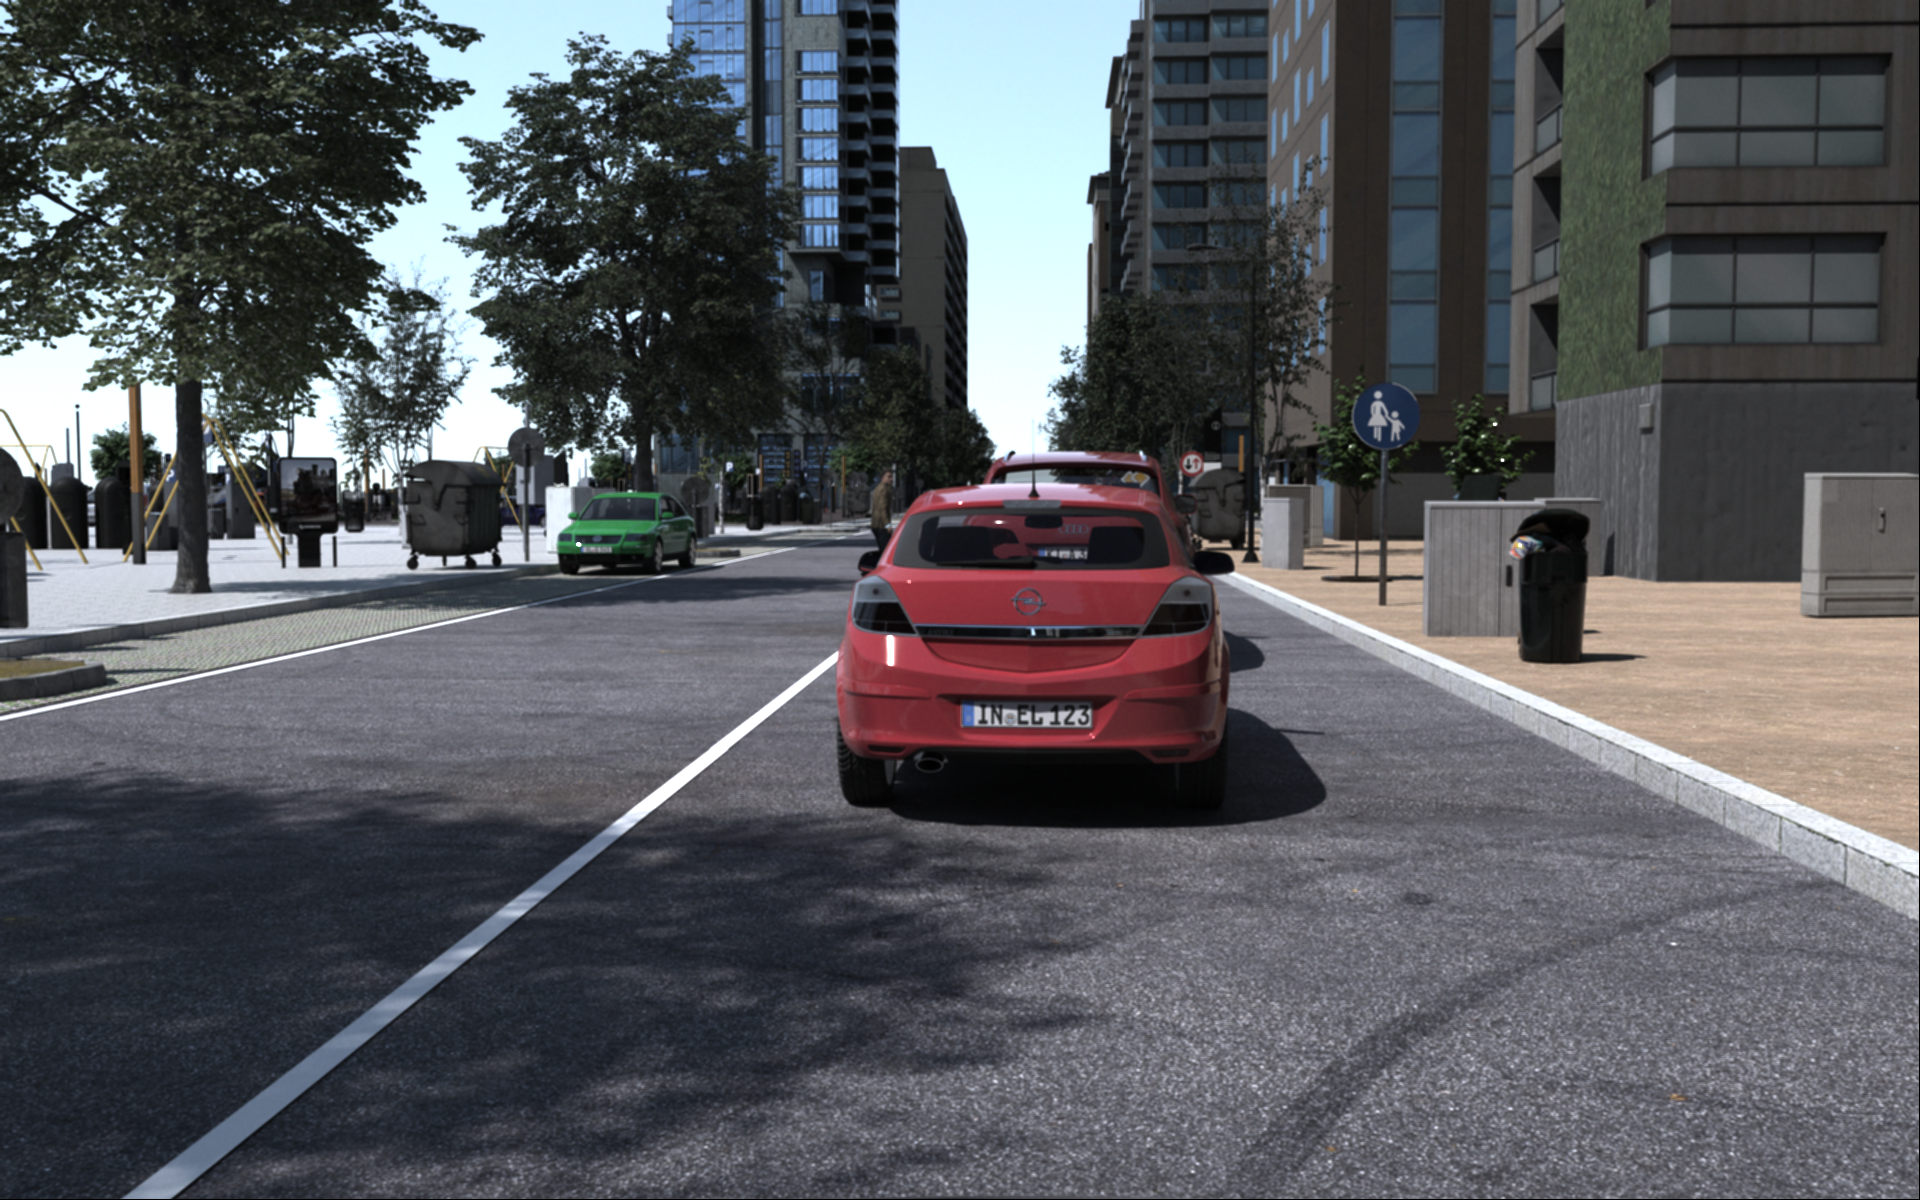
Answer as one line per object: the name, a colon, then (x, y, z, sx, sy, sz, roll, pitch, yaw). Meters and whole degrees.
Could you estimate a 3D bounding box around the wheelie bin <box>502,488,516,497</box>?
wheelie bin: (-22.832, -4.921, 88.359, 0.980, 1.594, 0.693, -1, 4, -12)

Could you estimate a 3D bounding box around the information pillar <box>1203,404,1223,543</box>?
information pillar: (6.627, -3.303, 45.362, 0.504, 3.616, 0.183, 1, 4, 19)

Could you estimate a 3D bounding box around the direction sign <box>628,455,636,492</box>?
direction sign: (-18.808, -6.591, 99.756, 0.876, 3.537, 0.379, 0, 4, -3)

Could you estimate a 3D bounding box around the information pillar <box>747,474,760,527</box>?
information pillar: (-7.659, -3.647, 64.115, 0.304, 2.012, 0.304, -3, 5, -43)

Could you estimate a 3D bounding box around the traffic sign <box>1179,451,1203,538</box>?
traffic sign: (6.829, -3.111, 50.965, 0.768, 2.556, 0.104, 0, 4, 8)

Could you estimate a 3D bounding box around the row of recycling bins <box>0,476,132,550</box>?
row of recycling bins: (-21.215, -2.036, 40.398, 3.534, 1.692, 1.069, -1, 4, -15)

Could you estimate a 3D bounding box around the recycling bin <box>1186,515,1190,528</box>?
recycling bin: (8.339, -3.176, 64.481, 0.722, 1.027, 0.722, 1, 4, 18)

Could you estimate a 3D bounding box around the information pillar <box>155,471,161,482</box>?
information pillar: (-60.796, -8.562, 131.335, 0.504, 3.616, 0.183, 1, 4, 23)

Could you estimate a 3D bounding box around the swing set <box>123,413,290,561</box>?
swing set: (-15.081, -2.273, 34.788, 2.862, 2.851, 3.119, -1, 4, -19)

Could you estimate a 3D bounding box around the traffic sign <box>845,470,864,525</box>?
traffic sign: (-4.429, -4.218, 72.614, 0.795, 2.450, 0.064, 0, 4, 3)

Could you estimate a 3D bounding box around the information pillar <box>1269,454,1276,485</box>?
information pillar: (15.266, -5.679, 84.205, 0.504, 3.616, 0.183, 2, 4, 28)

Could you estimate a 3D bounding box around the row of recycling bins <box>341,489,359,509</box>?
row of recycling bins: (-51.380, -8.682, 149.062, 3.534, 1.692, 1.069, -2, 4, -27)

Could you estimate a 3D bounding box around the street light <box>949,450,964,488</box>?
street light: (-0.601, -12.730, 180.677, 1.470, 5.913, 1.316, 0, 4, 3)

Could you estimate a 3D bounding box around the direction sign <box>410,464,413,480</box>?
direction sign: (-36.439, -7.528, 115.087, 0.379, 3.537, 0.876, 0, 4, -7)

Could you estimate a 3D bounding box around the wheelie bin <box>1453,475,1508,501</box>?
wheelie bin: (8.555, -1.255, 28.433, 0.980, 1.594, 0.693, 3, 5, 40)

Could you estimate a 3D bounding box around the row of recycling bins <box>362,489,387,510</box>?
row of recycling bins: (-43.865, -7.639, 132.017, 1.069, 1.692, 3.534, 2, 4, 26)

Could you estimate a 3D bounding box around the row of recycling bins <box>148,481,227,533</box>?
row of recycling bins: (-24.948, -3.008, 56.298, 1.069, 1.692, 3.534, 1, 4, 17)

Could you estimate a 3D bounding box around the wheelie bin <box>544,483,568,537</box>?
wheelie bin: (-11.992, -2.667, 51.513, 0.980, 1.594, 0.693, 1, 4, 10)

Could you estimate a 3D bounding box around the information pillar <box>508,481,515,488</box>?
information pillar: (-25.074, -5.647, 96.822, 0.304, 2.012, 0.304, -3, 5, -43)

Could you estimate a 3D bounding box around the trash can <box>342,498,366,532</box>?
trash can: (-20.338, -2.844, 58.152, 0.748, 1.137, 0.748, 0, 3, 0)

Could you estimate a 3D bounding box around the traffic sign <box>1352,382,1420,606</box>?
traffic sign: (4.866, -1.208, 19.858, 0.768, 2.556, 0.104, 0, 4, 6)

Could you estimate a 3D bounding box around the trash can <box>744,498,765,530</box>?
trash can: (-7.254, -3.035, 61.268, 0.748, 1.137, 0.748, 0, 3, 0)

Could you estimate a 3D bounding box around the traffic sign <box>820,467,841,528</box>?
traffic sign: (-4.818, -3.731, 64.638, 0.795, 2.450, 0.064, 0, 4, 3)

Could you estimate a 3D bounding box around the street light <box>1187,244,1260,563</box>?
street light: (4.909, -3.656, 32.311, 1.470, 5.913, 1.316, 0, 4, 3)

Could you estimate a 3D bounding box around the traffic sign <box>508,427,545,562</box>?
traffic sign: (-8.232, -2.003, 32.862, 0.768, 2.556, 0.104, 1, 4, 12)

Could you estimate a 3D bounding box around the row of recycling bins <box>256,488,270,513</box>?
row of recycling bins: (-43.917, -6.276, 109.731, 3.534, 1.692, 1.069, 2, 4, 33)

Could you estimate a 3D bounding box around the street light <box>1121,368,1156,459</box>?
street light: (6.655, -5.594, 64.010, 1.470, 5.913, 1.316, 0, 4, 3)

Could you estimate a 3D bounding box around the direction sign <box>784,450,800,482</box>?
direction sign: (-8.551, -5.882, 88.164, 0.876, 3.537, 0.379, 2, 4, 25)

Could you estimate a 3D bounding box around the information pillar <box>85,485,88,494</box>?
information pillar: (-69.523, -8.146, 137.684, 0.304, 2.012, 0.304, 3, 5, 44)

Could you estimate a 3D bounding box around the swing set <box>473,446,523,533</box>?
swing set: (-15.240, -3.689, 57.937, 2.862, 2.851, 3.119, 1, 4, 11)

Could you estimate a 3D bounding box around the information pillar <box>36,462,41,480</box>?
information pillar: (-66.717, -8.201, 125.435, 0.183, 3.616, 0.504, 0, 4, 5)

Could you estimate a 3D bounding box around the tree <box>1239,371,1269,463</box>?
tree: (18.799, -9.347, 103.192, 4.737, 8.622, 4.395, 0, 3, 0)

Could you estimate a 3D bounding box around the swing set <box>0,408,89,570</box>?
swing set: (-17.200, -1.999, 30.312, 2.862, 2.851, 3.119, -1, 4, -13)

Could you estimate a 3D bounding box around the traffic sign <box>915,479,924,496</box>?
traffic sign: (-3.357, -8.796, 143.918, 0.768, 2.556, 0.104, 0, 4, 5)

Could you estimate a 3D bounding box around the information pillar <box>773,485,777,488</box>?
information pillar: (-15.404, -8.540, 144.114, 0.304, 2.012, 0.304, 0, 4, 1)

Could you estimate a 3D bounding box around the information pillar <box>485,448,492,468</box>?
information pillar: (-23.271, -5.757, 85.475, 0.504, 3.616, 0.183, 3, 5, 42)

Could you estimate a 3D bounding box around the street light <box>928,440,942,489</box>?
street light: (-2.155, -10.791, 148.969, 1.470, 5.913, 1.316, 0, 4, 3)

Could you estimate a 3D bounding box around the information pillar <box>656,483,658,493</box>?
information pillar: (-19.441, -6.481, 110.448, 0.304, 2.012, 0.304, 2, 4, 27)

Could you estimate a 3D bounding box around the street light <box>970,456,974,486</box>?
street light: (0.989, -14.669, 212.383, 1.470, 5.913, 1.316, 0, 4, 3)

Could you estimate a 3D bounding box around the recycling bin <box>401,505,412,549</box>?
recycling bin: (-12.666, -1.729, 40.826, 0.722, 1.027, 0.722, 1, 4, 14)

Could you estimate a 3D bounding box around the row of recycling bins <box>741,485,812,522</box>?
row of recycling bins: (-8.485, -4.531, 81.194, 3.534, 1.692, 1.069, 0, 4, -6)

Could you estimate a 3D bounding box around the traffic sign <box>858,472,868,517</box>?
traffic sign: (-5.589, -6.021, 98.554, 0.768, 2.556, 0.104, 1, 4, 10)

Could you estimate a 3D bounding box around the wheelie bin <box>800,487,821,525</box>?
wheelie bin: (-6.301, -3.955, 72.568, 0.693, 1.594, 0.980, 2, 4, 25)

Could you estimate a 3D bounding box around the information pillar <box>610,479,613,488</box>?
information pillar: (-16.975, -4.852, 83.830, 0.304, 2.012, 0.304, 0, 4, -7)

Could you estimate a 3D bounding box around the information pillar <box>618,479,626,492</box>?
information pillar: (-16.442, -4.891, 84.456, 0.304, 2.012, 0.304, 1, 4, 17)

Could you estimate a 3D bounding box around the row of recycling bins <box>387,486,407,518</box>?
row of recycling bins: (-30.028, -5.261, 93.130, 1.069, 1.692, 3.534, -1, 4, -21)
